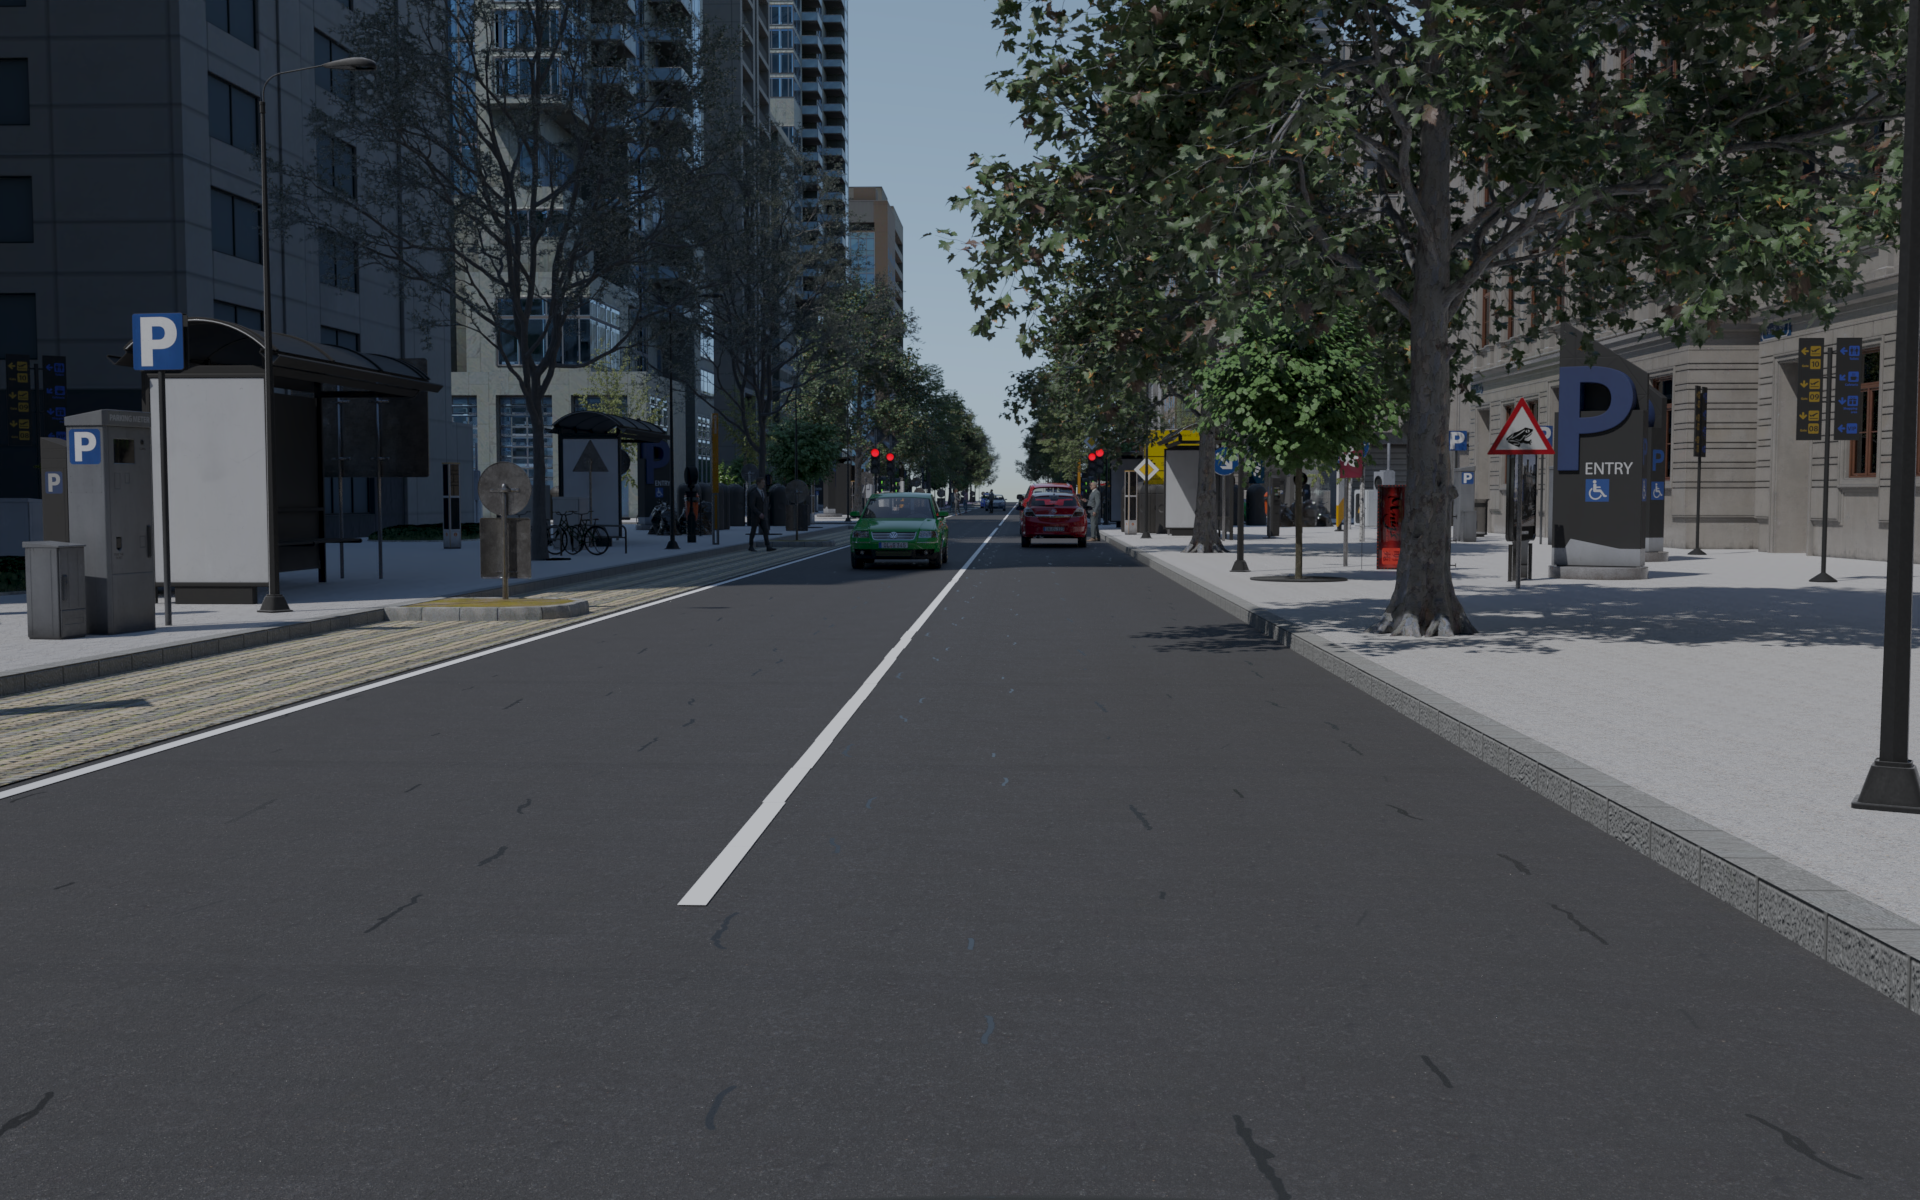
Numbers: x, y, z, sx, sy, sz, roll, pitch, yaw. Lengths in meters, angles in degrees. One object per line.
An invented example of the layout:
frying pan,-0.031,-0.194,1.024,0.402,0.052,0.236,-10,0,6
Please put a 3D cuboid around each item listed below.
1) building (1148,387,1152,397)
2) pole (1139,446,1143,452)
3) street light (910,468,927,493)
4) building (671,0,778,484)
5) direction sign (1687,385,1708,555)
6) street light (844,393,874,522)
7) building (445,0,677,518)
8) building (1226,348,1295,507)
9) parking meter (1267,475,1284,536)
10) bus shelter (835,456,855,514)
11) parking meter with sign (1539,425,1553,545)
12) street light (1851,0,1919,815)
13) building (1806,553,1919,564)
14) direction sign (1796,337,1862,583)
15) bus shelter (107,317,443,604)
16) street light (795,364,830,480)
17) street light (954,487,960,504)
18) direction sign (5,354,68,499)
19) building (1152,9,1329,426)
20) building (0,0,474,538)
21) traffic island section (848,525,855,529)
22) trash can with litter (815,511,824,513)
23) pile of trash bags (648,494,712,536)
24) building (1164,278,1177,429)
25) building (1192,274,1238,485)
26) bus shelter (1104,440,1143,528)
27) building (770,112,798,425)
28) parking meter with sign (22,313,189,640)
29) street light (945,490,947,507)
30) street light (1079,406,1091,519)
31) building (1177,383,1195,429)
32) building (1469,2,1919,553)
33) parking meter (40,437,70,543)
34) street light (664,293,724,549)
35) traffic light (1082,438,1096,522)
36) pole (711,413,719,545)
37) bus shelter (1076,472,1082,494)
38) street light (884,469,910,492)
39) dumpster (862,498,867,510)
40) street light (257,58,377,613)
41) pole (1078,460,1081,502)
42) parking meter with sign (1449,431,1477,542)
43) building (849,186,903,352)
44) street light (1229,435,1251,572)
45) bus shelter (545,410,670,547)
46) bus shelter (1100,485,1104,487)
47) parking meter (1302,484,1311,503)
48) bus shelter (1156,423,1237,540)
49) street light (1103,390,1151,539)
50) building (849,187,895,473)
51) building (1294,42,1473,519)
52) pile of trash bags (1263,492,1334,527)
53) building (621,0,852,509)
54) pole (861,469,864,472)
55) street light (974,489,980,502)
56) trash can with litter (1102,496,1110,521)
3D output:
building,32.251,-36.073,273.389,14.154,41.232,14.086,0,4,2
pole,7.498,-4.764,71.728,0.158,3.312,0.155,0,3,0
street light,-3.034,-9.218,123.253,1.470,5.913,1.316,0,4,2
building,-23.843,-42.844,138.753,20.563,71.187,20.611,0,4,2
direction sign,15.566,-2.720,36.470,0.379,3.537,0.876,3,4,37
street light,-4.634,-6.566,79.890,1.470,5.913,1.316,0,4,2
building,-27.058,-48.438,104.639,22.319,86.520,31.000,0,4,2
building,26.258,-19.824,117.635,14.314,27.812,24.014,0,4,2
parking meter,9.536,-2.872,52.672,0.255,1.863,0.399,-1,4,-22
bus shelter,-6.984,-7.165,108.430,1.731,3.624,6.357,0,4,2
parking meter with sign,15.078,-2.876,43.288,0.543,3.016,1.738,-1,4,-19
street light,3.284,-2.105,6.952,1.470,5.913,1.316,0,4,2
building,22.322,-11.728,27.904,11.583,22.565,21.152,0,4,2
direction sign,12.595,-2.029,25.165,0.876,3.537,0.379,0,4,4
bus shelter,-8.644,-1.754,22.599,2.014,3.302,5.546,0,4,2
street light,-5.321,-5.469,61.967,1.470,5.913,1.316,0,4,2
street light,-0.997,-12.566,177.991,1.470,5.913,1.316,0,4,2
direction sign,-15.032,-2.219,28.276,0.876,3.537,0.379,-3,4,-36
building,33.205,-40.479,203.832,21.231,58.520,28.212,0,4,2
building,-27.793,-37.361,49.101,20.611,71.187,20.563,0,4,2
traffic island section,-3.515,-3.039,71.962,2.009,0.180,2.903,0,4,2
trash can with litter,-10.395,-6.691,120.463,1.678,1.210,2.233,-3,5,-42
pile of trash bags,-8.575,-2.701,53.917,1.912,1.369,3.447,-1,4,-19
building,29.093,-32.574,182.702,14.600,45.320,14.200,0,4,2
building,26.295,-18.350,141.820,13.314,21.916,24.055,0,4,2
bus shelter,6.408,-4.264,63.643,2.014,3.302,5.546,0,4,2
building,-28.991,-29.112,167.863,32.217,40.220,23.993,0,4,2
parking meter with sign,-7.874,-1.207,15.988,0.543,3.016,1.738,1,4,11
street light,-1.735,-11.236,156.253,1.470,5.913,1.316,0,4,2
street light,5.506,-6.046,71.398,1.470,5.913,1.316,0,4,2
building,28.074,-24.303,169.056,14.160,30.474,14.107,0,4,2
building,22.151,-13.020,49.037,11.583,22.565,21.152,0,4,2
parking meter,-9.229,-0.745,17.885,0.399,1.863,0.255,1,4,18
street light,-6.148,-4.132,40.100,1.470,5.913,1.316,0,4,2
traffic light,6.030,-5.539,79.477,0.839,4.253,0.868,0,4,2
pole,-6.190,-3.054,43.781,0.158,3.312,0.155,0,3,0
bus shelter,11.042,-9.576,150.483,2.014,3.302,5.546,0,4,2
street light,-3.856,-7.904,101.774,1.470,5.913,1.316,0,4,2
dumpster,-6.471,-7.318,125.408,1.264,1.857,1.865,0,4,2
street light,-6.905,-2.818,18.619,1.470,5.913,1.316,0,4,2
pole,6.983,-6.582,101.458,0.158,3.312,0.155,0,3,0
parking meter with sign,13.630,-3.096,46.880,0.543,3.016,1.738,0,4,2
building,-20.351,-39.848,275.220,21.300,48.544,21.600,0,4,2
street light,4.084,-3.418,28.432,1.470,5.913,1.316,0,4,2
bus shelter,-8.941,-3.103,44.658,2.014,3.302,5.546,0,4,2
bus shelter,9.384,-7.259,109.970,1.731,3.624,6.357,0,4,2
parking meter,17.800,-5.091,88.950,0.399,1.863,0.255,1,4,19
bus shelter,6.919,-3.458,50.465,2.014,3.302,5.546,0,4,2
street light,4.842,-4.732,49.913,1.470,5.913,1.316,0,4,2
building,-16.993,-37.098,256.660,14.600,45.320,14.200,0,4,2
building,29.402,-16.937,94.949,19.932,24.808,12.078,0,4,2
pile of trash bags,12.910,-3.514,67.202,3.447,1.369,1.912,-3,5,-45
building,-22.858,-53.887,193.729,22.319,86.520,31.000,0,4,2
pole,-7.754,-8.833,138.262,0.158,3.312,0.155,0,3,0
street light,2.166,-17.715,262.183,1.470,5.913,1.316,0,4,2
trash can with litter,7.233,-4.315,81.935,1.055,1.170,0.624,1,4,14
